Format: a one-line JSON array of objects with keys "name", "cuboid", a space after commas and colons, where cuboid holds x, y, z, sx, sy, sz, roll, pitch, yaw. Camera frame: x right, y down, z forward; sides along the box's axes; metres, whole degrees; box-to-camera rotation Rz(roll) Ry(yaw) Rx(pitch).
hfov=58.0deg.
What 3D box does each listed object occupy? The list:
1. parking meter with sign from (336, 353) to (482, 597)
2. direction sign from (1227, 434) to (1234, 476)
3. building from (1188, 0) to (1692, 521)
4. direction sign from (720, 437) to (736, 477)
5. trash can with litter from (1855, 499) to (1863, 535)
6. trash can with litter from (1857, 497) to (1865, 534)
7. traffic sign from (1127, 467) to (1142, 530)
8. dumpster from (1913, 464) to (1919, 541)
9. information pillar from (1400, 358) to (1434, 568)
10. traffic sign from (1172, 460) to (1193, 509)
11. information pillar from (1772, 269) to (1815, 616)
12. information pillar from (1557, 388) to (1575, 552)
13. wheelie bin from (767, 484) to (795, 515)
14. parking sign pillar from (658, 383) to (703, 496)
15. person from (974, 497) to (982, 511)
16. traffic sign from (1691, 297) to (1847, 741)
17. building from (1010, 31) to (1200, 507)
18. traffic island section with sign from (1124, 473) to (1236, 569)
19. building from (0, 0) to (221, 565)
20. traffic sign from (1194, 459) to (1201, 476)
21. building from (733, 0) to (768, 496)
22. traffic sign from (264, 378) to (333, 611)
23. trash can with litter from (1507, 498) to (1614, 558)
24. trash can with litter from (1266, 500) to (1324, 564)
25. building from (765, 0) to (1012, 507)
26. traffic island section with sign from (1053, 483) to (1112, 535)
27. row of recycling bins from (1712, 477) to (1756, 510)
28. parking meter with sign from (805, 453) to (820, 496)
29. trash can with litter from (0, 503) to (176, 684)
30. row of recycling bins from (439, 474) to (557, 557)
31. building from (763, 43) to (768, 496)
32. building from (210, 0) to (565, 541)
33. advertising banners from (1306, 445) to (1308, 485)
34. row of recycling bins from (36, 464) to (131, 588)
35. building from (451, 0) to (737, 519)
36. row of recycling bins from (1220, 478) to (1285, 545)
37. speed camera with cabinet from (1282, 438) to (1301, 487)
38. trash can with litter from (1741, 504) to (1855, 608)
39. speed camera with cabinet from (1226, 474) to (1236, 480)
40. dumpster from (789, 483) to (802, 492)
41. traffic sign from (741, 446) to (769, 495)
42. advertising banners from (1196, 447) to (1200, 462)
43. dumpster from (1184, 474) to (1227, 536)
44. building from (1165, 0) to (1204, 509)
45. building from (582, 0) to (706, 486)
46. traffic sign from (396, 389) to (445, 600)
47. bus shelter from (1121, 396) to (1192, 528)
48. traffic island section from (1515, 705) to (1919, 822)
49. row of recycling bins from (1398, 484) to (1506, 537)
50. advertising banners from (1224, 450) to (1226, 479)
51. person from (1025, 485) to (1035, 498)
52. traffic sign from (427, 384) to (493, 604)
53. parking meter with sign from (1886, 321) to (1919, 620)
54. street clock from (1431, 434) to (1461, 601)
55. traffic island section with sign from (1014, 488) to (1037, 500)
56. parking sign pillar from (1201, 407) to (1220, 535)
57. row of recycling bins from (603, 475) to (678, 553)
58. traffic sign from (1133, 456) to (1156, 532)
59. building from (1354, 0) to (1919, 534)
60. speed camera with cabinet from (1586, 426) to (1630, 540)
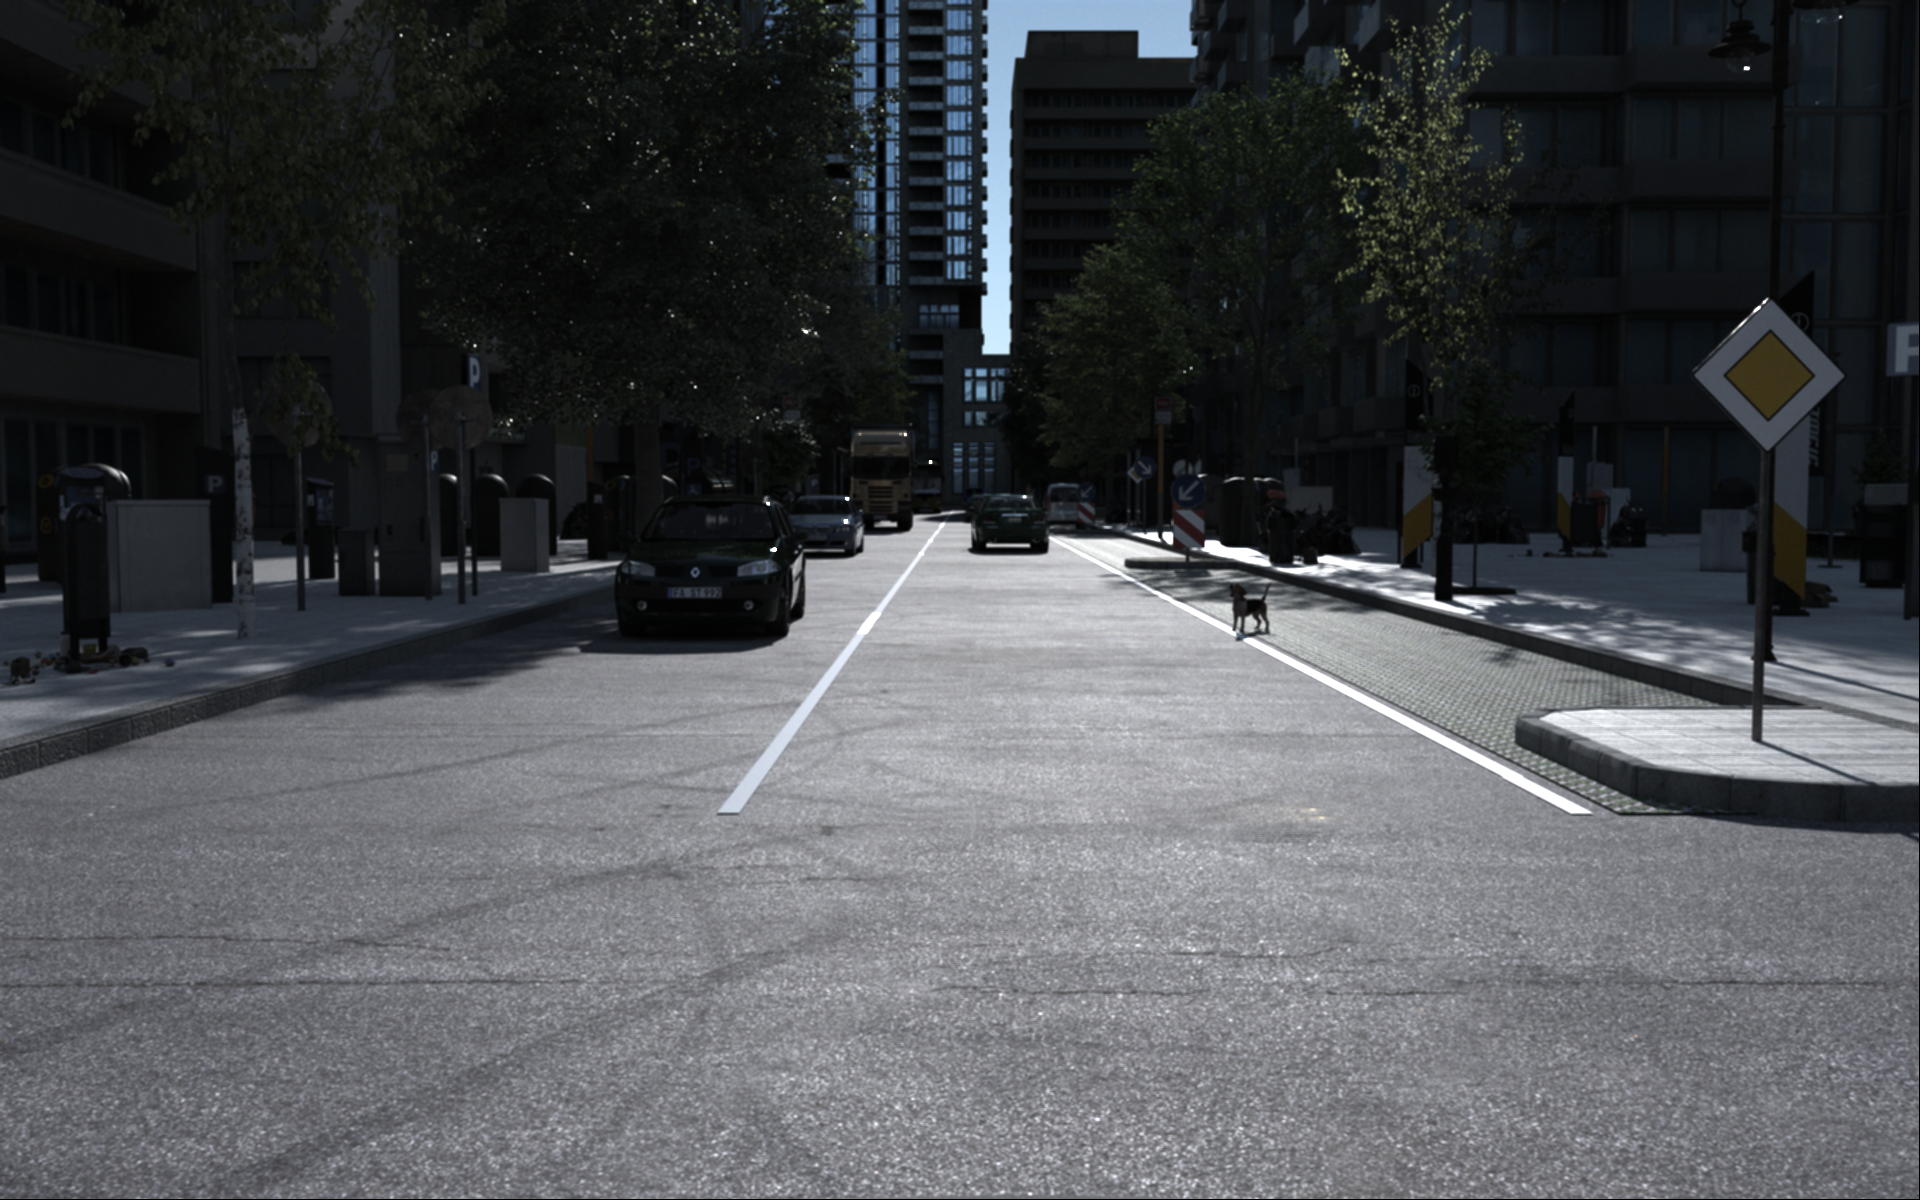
[{"name": "parking meter with sign", "cuboid": [-6.949, -1.562, 21.805, 1.738, 3.016, 0.543, 0, 4, 2]}, {"name": "direction sign", "cuboid": [10.212, -4.493, 65.464, 0.379, 3.537, 0.876, 0, 4, -6]}, {"name": "building", "cuboid": [26.054, -29.709, 105.345, 23.786, 49.044, 30.456, 0, 4, 0]}, {"name": "direction sign", "cuboid": [-9.288, -4.738, 69.464, 0.876, 3.537, 0.379, 3, 5, 40]}, {"name": "trash can with litter", "cuboid": [24.521, -2.199, 47.342, 0.624, 1.170, 1.055, 0, 4, -5]}, {"name": "trash can with litter", "cuboid": [22.654, -2.003, 43.801, 1.678, 1.210, 2.233, -2, 4, -30]}, {"name": "traffic sign", "cuboid": [6.329, -3.703, 61.729, 0.795, 2.450, 0.064, 0, 4, 8]}, {"name": "dumpster", "cuboid": [6.722, -0.454, 9.923, 1.502, 2.255, 1.985, 0, 4, 0]}, {"name": "information pillar", "cuboid": [7.905, -2.360, 29.939, 0.504, 3.616, 0.183, 0, 4, 3]}, {"name": "traffic sign", "cuboid": [8.244, -3.918, 64.159, 0.768, 2.556, 0.104, 0, 4, 1]}, {"name": "information pillar", "cuboid": [8.669, -1.640, 18.165, 0.504, 3.616, 0.183, 0, 4, 2]}, {"name": "information pillar", "cuboid": [13.408, -2.872, 38.314, 0.504, 3.616, 0.183, -3, 5, -39]}, {"name": "wheelie bin", "cuboid": [-5.613, -2.823, 54.066, 0.980, 1.594, 0.693, -1, 4, -18]}, {"name": "parking sign pillar", "cuboid": [-6.318, -3.192, 40.656, 1.447, 3.967, 1.447, -1, 4, -14]}, {"name": "person", "cuboid": [0.829, -3.592, 71.508, 0.475, 1.303, 0.640, -1, 4, -12]}, {"name": "traffic sign", "cuboid": [4.140, -0.324, 8.943, 0.795, 2.450, 0.064, 0, 4, 0]}, {"name": "building", "cuboid": [16.101, -34.375, 185.731, 21.600, 48.544, 21.300, 0, 4, 0]}, {"name": "traffic island section with sign", "cuboid": [4.235, -1.531, 33.666, 1.989, 1.847, 2.006, 0, 4, 0]}, {"name": "building", "cuboid": [-26.850, -24.611, 26.097, 21.300, 48.544, 21.600, 0, 4, 0]}, {"name": "traffic sign", "cuboid": [8.781, -3.801, 62.255, 0.768, 2.556, 0.104, 0, 4, 1]}, {"name": "building", "cuboid": [-21.057, -28.699, 119.335, 14.600, 45.320, 14.200, 0, 4, 0]}, {"name": "traffic sign", "cuboid": [-7.240, -1.154, 18.967, 0.768, 2.556, 0.104, 0, 4, 4]}, {"name": "trash can with litter", "cuboid": [12.358, -1.495, 35.501, 2.233, 1.210, 1.678, 1, 4, 10]}, {"name": "trash can with litter", "cuboid": [6.196, -1.263, 32.037, 1.055, 1.170, 0.624, 1, 4, 9]}, {"name": "building", "cuboid": [-10.201, -53.296, 184.067, 31.000, 86.520, 22.319, 0, 4, 0]}, {"name": "traffic island section with sign", "cuboid": [4.333, -3.242, 61.639, 1.989, 1.847, 2.006, 0, 4, 0]}, {"name": "row of recycling bins", "cuboid": [19.400, -2.217, 43.358, 1.069, 1.692, 3.534, 1, 4, 21]}, {"name": "parking meter with sign", "cuboid": [-5.758, -4.348, 67.355, 0.543, 3.016, 1.738, -1, 4, -19]}, {"name": "trash can with litter", "cuboid": [-6.675, -0.100, 12.696, 1.678, 1.210, 2.233, 0, 4, -4]}, {"name": "row of recycling bins", "cuboid": [-10.189, -1.766, 35.989, 3.534, 1.692, 1.069, -1, 4, -12]}, {"name": "building", "cuboid": [-29.097, -29.719, 140.527, 28.867, 44.769, 22.147, 0, 4, 0]}, {"name": "building", "cuboid": [-19.842, -22.538, 52.094, 14.154, 41.232, 14.086, 0, 4, 0]}, {"name": "advertising banners", "cuboid": [12.571, -4.070, 62.732, 0.090, 3.025, 2.074, 1, 4, 12]}, {"name": "row of recycling bins", "cuboid": [-12.443, -1.073, 24.657, 1.069, 1.692, 3.534, -2, 4, -33]}, {"name": "building", "cuboid": [-21.467, -25.786, 105.197, 14.154, 41.232, 14.086, 0, 4, 0]}, {"name": "row of recycling bins", "cuboid": [7.605, -2.328, 45.180, 1.069, 1.692, 3.534, 2, 4, 27]}, {"name": "speed camera with cabinet", "cuboid": [11.832, -4.146, 62.131, 0.660, 3.252, 2.038, 0, 4, 8]}, {"name": "trash can with litter", "cuboid": [9.565, -0.522, 19.926, 0.624, 1.170, 1.055, -2, 4, -35]}, {"name": "speed camera with cabinet", "cuboid": [13.011, -5.302, 81.031, 0.660, 3.252, 2.038, -1, 4, -12]}, {"name": "dumpster", "cuboid": [-7.642, -4.584, 80.700, 1.264, 1.857, 1.865, 0, 4, 0]}, {"name": "traffic sign", "cuboid": [-5.484, -2.825, 46.290, 0.768, 2.556, 0.104, 0, 4, 7]}, {"name": "advertising banners", "cuboid": [8.886, -4.116, 63.486, 0.090, 3.025, 2.074, 0, 4, -4]}, {"name": "dumpster", "cuboid": [7.351, -2.809, 51.681, 1.264, 1.857, 1.865, 0, 3, 0]}, {"name": "building", "cuboid": [26.598, -50.287, 134.870, 22.319, 86.520, 31.000, 0, 4, 0]}, {"name": "building", "cuboid": [-21.488, -19.537, 91.127, 14.160, 30.474, 14.107, 0, 4, 0]}, {"name": "traffic sign", "cuboid": [-6.446, -1.275, 20.947, 0.768, 2.556, 0.104, 0, 4, 5]}, {"name": "bus shelter", "cuboid": [7.630, -5.581, 68.876, 2.179, 5.291, 8.768, 0, 4, 0]}, {"name": "traffic island section", "cuboid": [4.164, 0.811, 9.020, 2.009, 0.180, 2.903, 0, 4, 0]}, {"name": "row of recycling bins", "cuboid": [14.703, -2.735, 51.835, 1.069, 1.692, 3.534, -3, 5, -44]}, {"name": "advertising banners", "cuboid": [10.438, -4.409, 68.280, 0.090, 3.025, 2.074, 1, 4, 10]}, {"name": "person", "cuboid": [2.370, -3.150, 60.757, 0.760, 1.731, 0.466, 2, 4, 35]}, {"name": "traffic sign", "cuboid": [-5.815, -1.225, 20.141, 0.768, 2.556, 0.104, 0, 4, 3]}, {"name": "parking meter with sign", "cuboid": [10.308, -1.335, 18.091, 1.738, 3.016, 0.543, -3, 4, -39]}, {"name": "street clock", "cuboid": [5.848, -0.998, 20.880, 0.358, 2.002, 0.471, 2, 4, 24]}, {"name": "traffic island section with sign", "cuboid": [4.483, -6.297, 111.576, 1.989, 1.847, 2.006, 0, 4, 0]}, {"name": "parking sign pillar", "cuboid": [7.835, -4.026, 54.298, 1.447, 3.967, 1.447, 0, 4, 2]}, {"name": "row of recycling bins", "cuboid": [-6.931, -1.867, 37.632, 1.069, 1.692, 3.534, -2, 4, -26]}, {"name": "traffic sign", "cuboid": [6.226, -3.567, 58.421, 0.768, 2.556, 0.104, 0, 4, 3]}, {"name": "building", "cuboid": [25.774, -27.432, 68.115, 23.786, 49.044, 30.456, 0, 4, 0]}, {"name": "speed camera with cabinet", "cuboid": [18.593, -3.384, 49.663, 0.660, 3.252, 2.038, 0, 4, 1]}]
